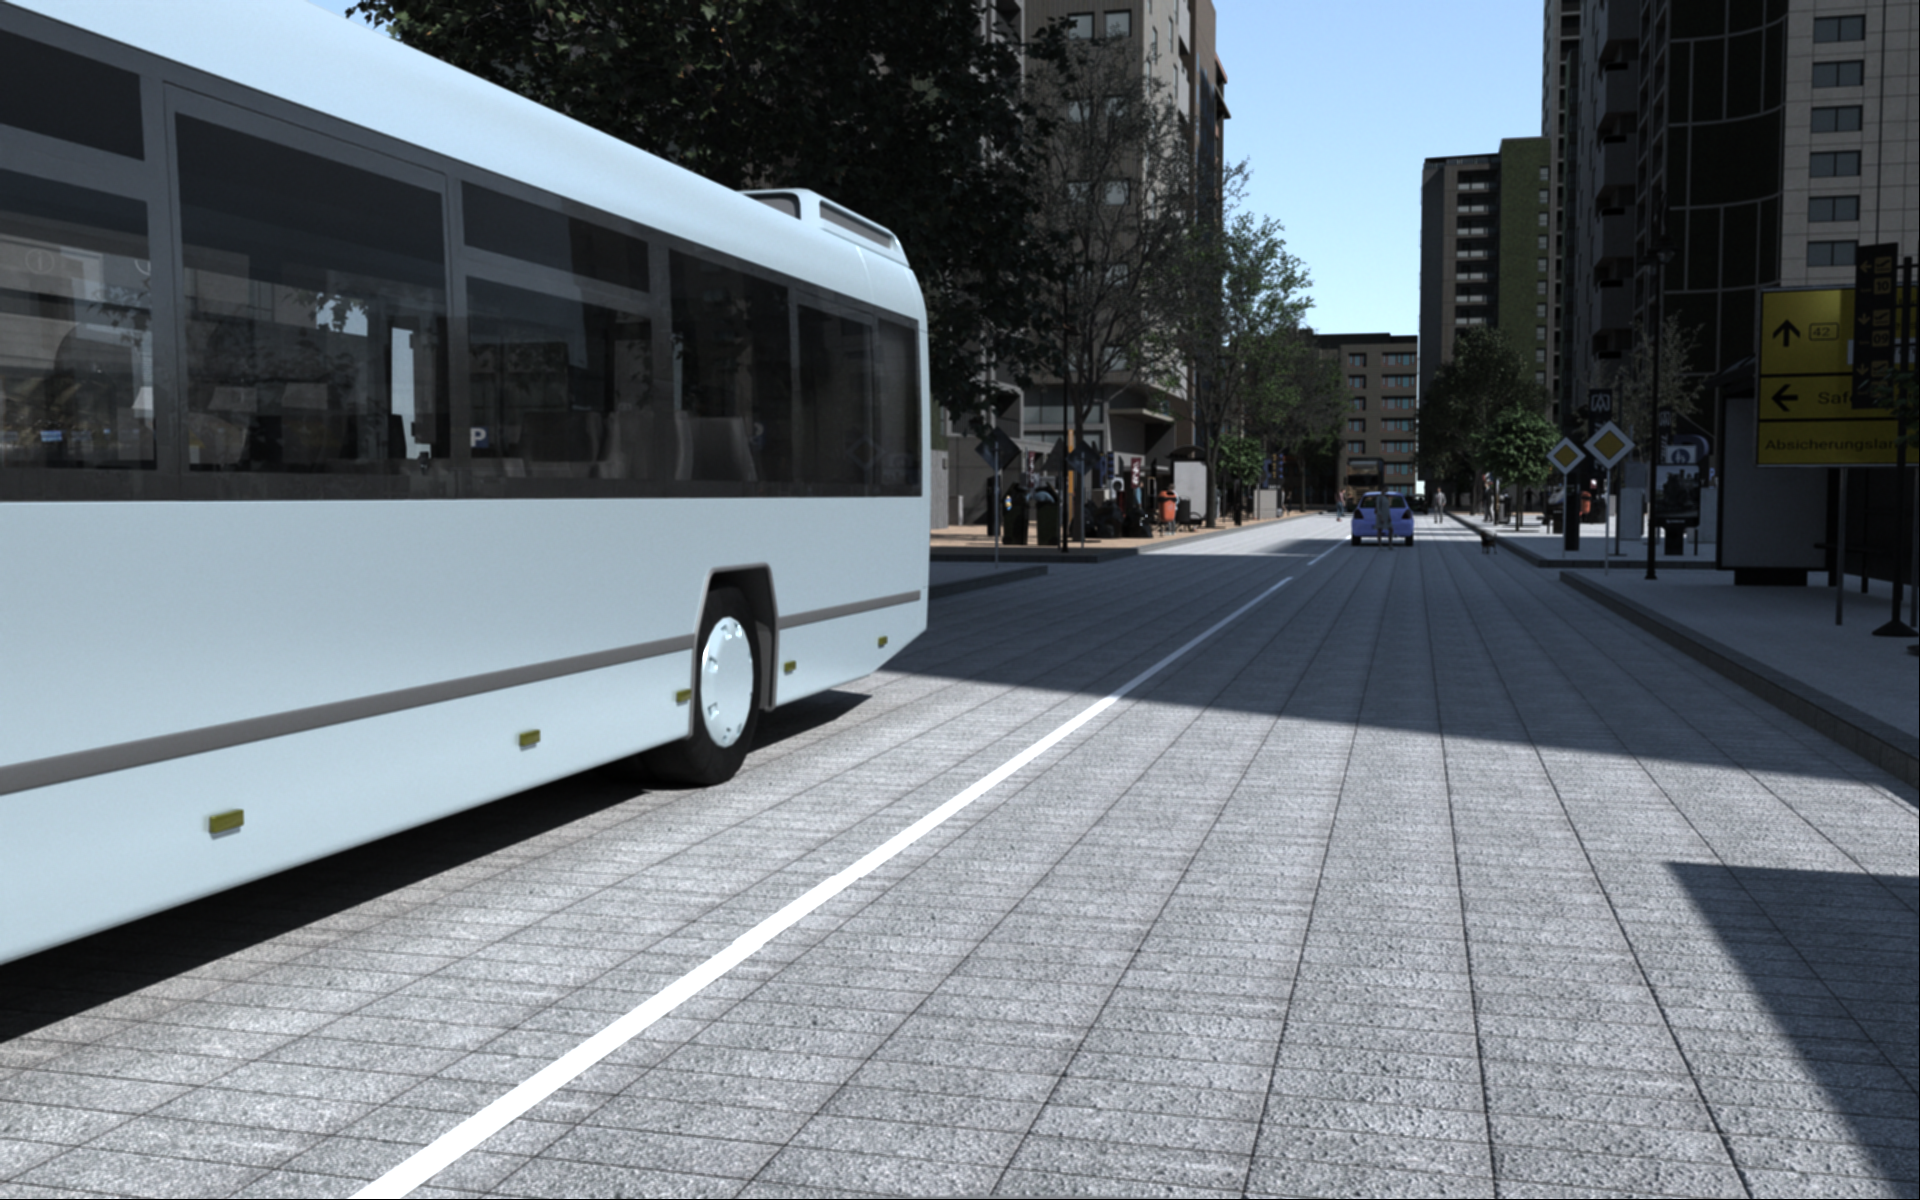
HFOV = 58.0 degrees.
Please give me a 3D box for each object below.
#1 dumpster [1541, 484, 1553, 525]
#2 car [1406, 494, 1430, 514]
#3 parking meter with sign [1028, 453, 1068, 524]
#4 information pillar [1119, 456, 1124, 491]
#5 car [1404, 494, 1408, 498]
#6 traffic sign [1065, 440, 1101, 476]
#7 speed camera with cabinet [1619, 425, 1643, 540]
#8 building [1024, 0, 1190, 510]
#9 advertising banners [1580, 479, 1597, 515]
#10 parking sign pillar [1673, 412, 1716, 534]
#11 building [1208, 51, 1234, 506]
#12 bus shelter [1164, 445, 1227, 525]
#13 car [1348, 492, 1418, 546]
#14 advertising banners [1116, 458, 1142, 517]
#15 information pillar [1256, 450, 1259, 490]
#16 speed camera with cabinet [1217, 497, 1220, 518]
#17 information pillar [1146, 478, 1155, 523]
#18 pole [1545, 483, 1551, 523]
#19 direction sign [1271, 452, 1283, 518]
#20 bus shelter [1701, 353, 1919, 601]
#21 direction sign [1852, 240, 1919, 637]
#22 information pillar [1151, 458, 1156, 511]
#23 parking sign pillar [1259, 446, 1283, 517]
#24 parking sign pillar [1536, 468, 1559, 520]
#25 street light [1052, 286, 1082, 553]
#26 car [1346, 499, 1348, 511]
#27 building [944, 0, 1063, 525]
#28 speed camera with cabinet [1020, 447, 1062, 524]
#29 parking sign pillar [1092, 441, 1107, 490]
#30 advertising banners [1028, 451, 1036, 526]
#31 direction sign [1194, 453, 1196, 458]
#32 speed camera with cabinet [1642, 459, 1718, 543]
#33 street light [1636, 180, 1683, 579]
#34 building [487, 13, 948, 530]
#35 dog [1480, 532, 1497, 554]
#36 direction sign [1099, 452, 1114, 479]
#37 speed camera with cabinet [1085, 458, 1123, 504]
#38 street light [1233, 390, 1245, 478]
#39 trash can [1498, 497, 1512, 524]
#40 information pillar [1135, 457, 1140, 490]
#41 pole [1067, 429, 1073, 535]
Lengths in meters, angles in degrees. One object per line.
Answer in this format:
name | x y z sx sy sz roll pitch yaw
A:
dumpster | 24.630 -4.005 71.244 1.264 1.857 1.865 1 4 15
car | 32.512 -6.965 123.672 2.009 1.686 4.222 1 4 13
parking meter with sign | 3.735 -4.755 74.011 1.738 3.016 0.543 0 4 -5
information pillar | 9.765 -6.956 105.085 0.183 3.616 0.504 -2 4 -24
car | 39.324 -8.879 153.964 1.959 1.807 4.718 1 4 16
traffic sign | 2.638 -2.154 37.408 0.795 2.593 0.064 1 4 15
speed camera with cabinet | 18.995 -3.328 48.757 0.660 3.252 2.038 2 4 26
building | 2.226 -32.985 128.548 28.713 52.752 27.495 1 4 15
advertising banners | 31.135 -5.534 86.676 2.074 3.025 0.090 -1 4 -22
parking sign pillar | 23.891 -4.158 56.454 1.447 3.967 1.447 -3 5 -40
building | 12.860 -31.533 170.185 28.867 44.769 22.147 1 4 15
bus shelter | 10.080 -4.889 73.857 2.014 3.302 5.546 1 4 15
car | 11.966 -2.410 48.989 1.945 1.707 3.694 1 4 14
advertising banners | 7.693 -5.311 83.018 2.074 3.025 0.090 0 4 -8
information pillar | 15.726 -6.122 91.446 0.183 3.616 0.504 0 4 2
speed camera with cabinet | 12.832 -6.007 92.554 2.038 3.252 0.660 1 4 17
information pillar | 8.565 -4.484 77.811 0.304 2.012 0.304 -1 4 -10
pole | 26.326 -5.114 77.453 0.158 3.312 0.155 0 3 0
direction sign | 17.106 -6.205 93.445 0.876 3.537 0.379 -3 4 -37
bus shelter | 10.810 -1.702 21.749 2.014 3.302 5.546 1 4 14
direction sign | 8.487 -1.444 15.604 0.379 3.537 0.876 -3 5 -41
information pillar | 12.407 -7.319 111.012 0.183 3.616 0.504 3 5 42
parking sign pillar | 17.456 -6.661 97.382 1.447 3.967 1.447 -1 4 -14
parking sign pillar | 29.248 -5.934 85.495 1.447 3.967 1.447 1 4 16
street light | 2.306 -3.981 37.880 0.468 5.910 1.993 1 4 15
car | 33.779 -8.416 147.184 1.945 1.707 3.694 1 4 13
building | -5.687 -39.442 83.133 20.563 71.187 20.611 1 4 15
speed camera with cabinet | 3.376 -4.751 72.019 0.660 3.252 2.038 -3 5 -39
parking sign pillar | 7.115 -6.121 88.552 1.447 3.967 1.447 1 4 21
advertising banners | 2.500 -4.523 70.138 0.090 3.025 2.074 3 4 36
direction sign | 12.241 -6.012 90.289 0.379 3.537 0.876 0 4 8
speed camera with cabinet | 19.057 -3.113 45.231 2.038 3.252 0.660 0 4 3
street light | 10.412 -3.250 25.925 0.468 5.910 1.993 1 4 15
building | -8.964 -17.576 59.070 14.160 30.474 14.107 1 4 15
dog | 12.691 -1.367 41.635 0.540 0.507 0.406 3 4 37
direction sign | 7.751 -6.136 92.318 0.876 3.537 0.379 0 4 8
speed camera with cabinet | 7.800 -6.093 93.959 2.038 3.252 0.660 -1 4 -19
street light | 12.269 -6.321 76.143 0.468 5.910 1.993 1 4 15
trash can | 23.137 -3.802 73.812 0.748 1.137 0.748 0 3 0
information pillar | 11.305 -7.281 110.396 0.183 3.616 0.504 -2 4 -26
pole | 3.491 -3.725 54.741 0.158 3.312 0.155 0 3 0
